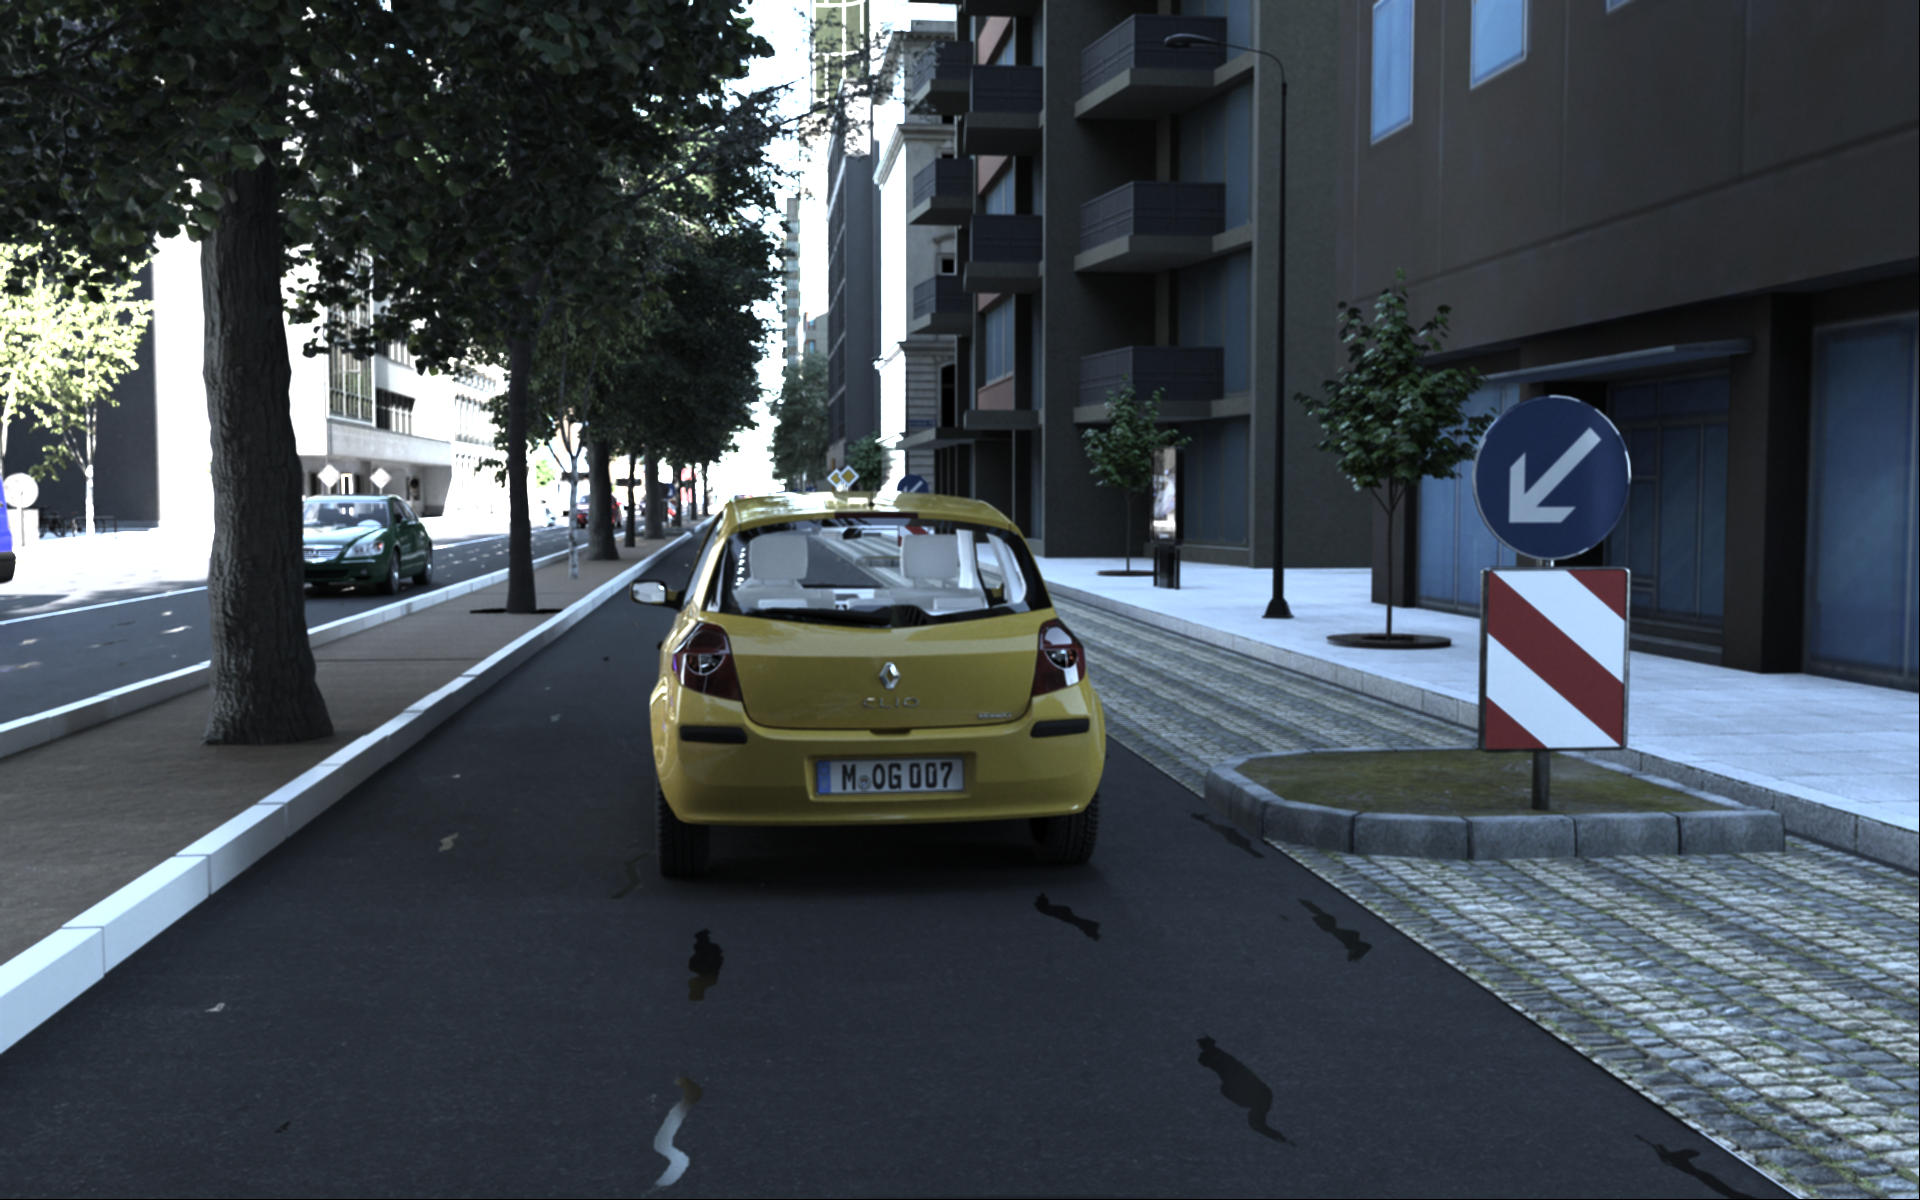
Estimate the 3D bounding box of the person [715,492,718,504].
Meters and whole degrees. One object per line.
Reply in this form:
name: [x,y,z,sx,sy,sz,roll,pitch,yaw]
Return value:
person: [-35.601,-14.931,253.532,0.541,1.710,0.530,-2,4,-28]

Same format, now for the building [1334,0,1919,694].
building: [12.182,-22.211,13.268,14.600,45.320,14.200,0,4,-7]

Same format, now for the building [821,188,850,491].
building: [-3.073,-21.002,130.778,14.401,28.519,23.554,0,4,-7]

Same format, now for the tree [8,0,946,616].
tree: [-5.318,-6.588,20.541,12.009,13.543,11.850,0,3,0]

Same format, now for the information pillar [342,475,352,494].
information pillar: [-23.366,-3.768,66.096,0.304,2.012,0.304,-1,4,-10]

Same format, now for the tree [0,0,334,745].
tree: [-4.017,-6.145,9.591,9.857,13.997,8.962,0,3,0]

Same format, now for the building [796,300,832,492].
building: [-1.827,-19.913,170.623,27.650,21.520,28.899,0,4,-7]

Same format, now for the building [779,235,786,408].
building: [-18.570,-38.624,286.122,22.147,44.769,28.867,0,4,-7]

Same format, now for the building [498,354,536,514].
building: [-35.848,-16.230,120.115,10.420,20.320,16.860,0,4,-7]

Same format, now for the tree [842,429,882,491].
tree: [-4.197,-6.294,86.620,4.285,4.588,4.351,0,3,0]

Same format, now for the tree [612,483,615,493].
tree: [-42.670,-13.480,214.999,1.663,3.219,1.824,0,3,0]

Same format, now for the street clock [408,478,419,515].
street clock: [-25.225,-4.612,79.975,0.358,2.002,0.471,3,5,41]

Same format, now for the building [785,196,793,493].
building: [-17.165,-34.073,240.681,14.154,41.232,14.086,0,4,-7]

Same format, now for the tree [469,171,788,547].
tree: [-8.843,-6.663,45.815,8.767,10.594,7.601,0,4,-7]

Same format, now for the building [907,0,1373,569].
building: [10.232,-23.738,42.745,22.147,44.769,28.867,0,4,-7]

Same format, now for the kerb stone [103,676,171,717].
kerb stone: [-5.497,0.653,11.522,0.120,0.150,1.000,0,4,-7]

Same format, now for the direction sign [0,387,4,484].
direction sign: [-20.105,-2.712,36.345,0.379,3.537,0.876,-2,4,-27]

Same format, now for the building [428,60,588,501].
building: [-44.269,-31.771,169.568,14.600,45.320,14.200,0,4,-7]

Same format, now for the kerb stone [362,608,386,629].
kerb stone: [-6.372,0.221,18.632,0.120,0.150,1.000,0,4,-7]

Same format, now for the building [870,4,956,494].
building: [13.882,-15.734,76.342,34.723,24.649,14.460,0,4,-7]

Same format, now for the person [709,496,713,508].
person: [-25.912,-10.490,180.026,0.705,1.821,1.348,0,4,4]

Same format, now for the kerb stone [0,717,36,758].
kerb stone: [-5.253,0.777,9.489,0.120,0.150,1.000,0,4,-7]

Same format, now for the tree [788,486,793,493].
tree: [-22.494,-14.576,232.924,1.663,3.219,1.824,0,3,0]

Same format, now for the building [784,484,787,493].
building: [-10.476,-34.788,260.671,32.217,40.220,23.993,0,4,-7]

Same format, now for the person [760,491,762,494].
person: [-22.512,-11.400,195.615,0.721,1.736,1.217,3,5,42]

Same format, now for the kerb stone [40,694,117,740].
kerb stone: [-5.375,0.719,10.507,0.120,0.150,1.000,0,4,-7]

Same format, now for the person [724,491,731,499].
person: [-24.274,-10.614,182.754,1.217,1.735,0.721,1,4,12]

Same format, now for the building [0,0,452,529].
building: [-32.871,-15.861,78.388,14.314,24.678,30.058,0,4,-7]

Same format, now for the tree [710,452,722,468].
tree: [-17.642,-10.146,118.710,4.737,8.622,4.395,0,3,0]

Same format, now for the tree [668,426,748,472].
tree: [-20.101,-12.693,135.740,9.928,11.665,9.643,0,3,0]

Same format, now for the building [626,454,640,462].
building: [-57.871,-36.380,249.435,22.147,44.769,28.867,0,4,-7]

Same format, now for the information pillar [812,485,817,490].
information pillar: [-11.161,-7.853,132.882,0.304,2.012,0.304,-3,5,-42]

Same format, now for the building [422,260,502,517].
building: [-33.386,-15.510,102.734,9.793,20.994,18.267,0,4,-7]

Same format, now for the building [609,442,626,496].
building: [-51.714,-35.367,228.367,14.600,45.320,14.200,0,4,-7]

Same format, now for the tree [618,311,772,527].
tree: [-11.643,-9.209,71.146,7.486,12.596,7.792,0,3,0]

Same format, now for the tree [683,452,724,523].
tree: [-13.335,-8.076,84.860,4.360,8.622,3.978,0,3,0]

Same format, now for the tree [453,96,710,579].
tree: [-6.555,-4.663,29.059,4.737,8.622,4.395,0,3,0]

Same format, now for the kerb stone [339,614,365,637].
kerb stone: [-6.249,0.280,17.617,0.120,0.150,1.000,0,4,-7]

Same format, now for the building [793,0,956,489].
building: [-9.611,-47.031,207.214,20.563,71.187,20.611,0,4,-7]

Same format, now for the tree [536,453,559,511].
tree: [-32.352,-9.074,132.070,4.285,4.588,4.351,0,3,0]

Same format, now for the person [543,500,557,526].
person: [-18.354,-3.905,77.845,0.738,1.151,1.012,0,4,-3]

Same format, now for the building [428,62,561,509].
building: [-50.837,-27.975,149.272,32.217,40.220,23.993,0,4,-7]

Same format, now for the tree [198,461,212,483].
tree: [-22.351,-3.607,53.582,1.663,3.219,1.824,0,3,0]

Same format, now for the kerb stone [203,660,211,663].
kerb stone: [-5.744,0.529,13.551,0.120,0.150,1.000,0,4,-7]

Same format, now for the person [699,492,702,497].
person: [-40.482,-15.938,269.602,0.721,1.766,1.217,0,4,-5]

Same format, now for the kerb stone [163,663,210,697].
kerb stone: [-5.632,0.599,12.536,0.120,0.150,1.000,0,4,-7]

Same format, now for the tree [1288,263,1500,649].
tree: [3.663,-1.222,14.581,1.663,3.219,1.824,0,3,0]

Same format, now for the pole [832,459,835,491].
pole: [-7.269,-6.468,99.596,0.158,3.312,0.155,0,3,0]

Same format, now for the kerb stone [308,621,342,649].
kerb stone: [-6.124,0.342,16.599,0.120,0.150,1.000,0,4,-7]

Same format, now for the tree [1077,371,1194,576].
tree: [2.604,-2.012,27.491,1.663,3.219,1.824,0,3,0]

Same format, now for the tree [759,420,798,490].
tree: [-21.284,-18.847,225.155,9.611,12.733,9.660,0,3,0]

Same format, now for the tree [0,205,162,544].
tree: [-22.551,-5.742,44.248,4.737,8.622,4.395,0,3,0]

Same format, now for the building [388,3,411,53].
building: [-51.140,-53.686,190.430,22.319,86.520,31.000,0,4,-7]

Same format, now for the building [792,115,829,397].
building: [-10.755,-31.006,190.545,14.154,41.232,14.086,0,4,-7]

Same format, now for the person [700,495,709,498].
person: [-27.593,-10.896,187.373,1.217,1.736,0.721,-1,4,-8]

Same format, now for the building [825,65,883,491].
building: [-0.682,-19.185,107.176,14.314,27.812,24.014,0,4,-7]

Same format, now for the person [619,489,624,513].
person: [-25.546,-7.464,130.795,0.793,1.790,0.793,-1,4,-19]
